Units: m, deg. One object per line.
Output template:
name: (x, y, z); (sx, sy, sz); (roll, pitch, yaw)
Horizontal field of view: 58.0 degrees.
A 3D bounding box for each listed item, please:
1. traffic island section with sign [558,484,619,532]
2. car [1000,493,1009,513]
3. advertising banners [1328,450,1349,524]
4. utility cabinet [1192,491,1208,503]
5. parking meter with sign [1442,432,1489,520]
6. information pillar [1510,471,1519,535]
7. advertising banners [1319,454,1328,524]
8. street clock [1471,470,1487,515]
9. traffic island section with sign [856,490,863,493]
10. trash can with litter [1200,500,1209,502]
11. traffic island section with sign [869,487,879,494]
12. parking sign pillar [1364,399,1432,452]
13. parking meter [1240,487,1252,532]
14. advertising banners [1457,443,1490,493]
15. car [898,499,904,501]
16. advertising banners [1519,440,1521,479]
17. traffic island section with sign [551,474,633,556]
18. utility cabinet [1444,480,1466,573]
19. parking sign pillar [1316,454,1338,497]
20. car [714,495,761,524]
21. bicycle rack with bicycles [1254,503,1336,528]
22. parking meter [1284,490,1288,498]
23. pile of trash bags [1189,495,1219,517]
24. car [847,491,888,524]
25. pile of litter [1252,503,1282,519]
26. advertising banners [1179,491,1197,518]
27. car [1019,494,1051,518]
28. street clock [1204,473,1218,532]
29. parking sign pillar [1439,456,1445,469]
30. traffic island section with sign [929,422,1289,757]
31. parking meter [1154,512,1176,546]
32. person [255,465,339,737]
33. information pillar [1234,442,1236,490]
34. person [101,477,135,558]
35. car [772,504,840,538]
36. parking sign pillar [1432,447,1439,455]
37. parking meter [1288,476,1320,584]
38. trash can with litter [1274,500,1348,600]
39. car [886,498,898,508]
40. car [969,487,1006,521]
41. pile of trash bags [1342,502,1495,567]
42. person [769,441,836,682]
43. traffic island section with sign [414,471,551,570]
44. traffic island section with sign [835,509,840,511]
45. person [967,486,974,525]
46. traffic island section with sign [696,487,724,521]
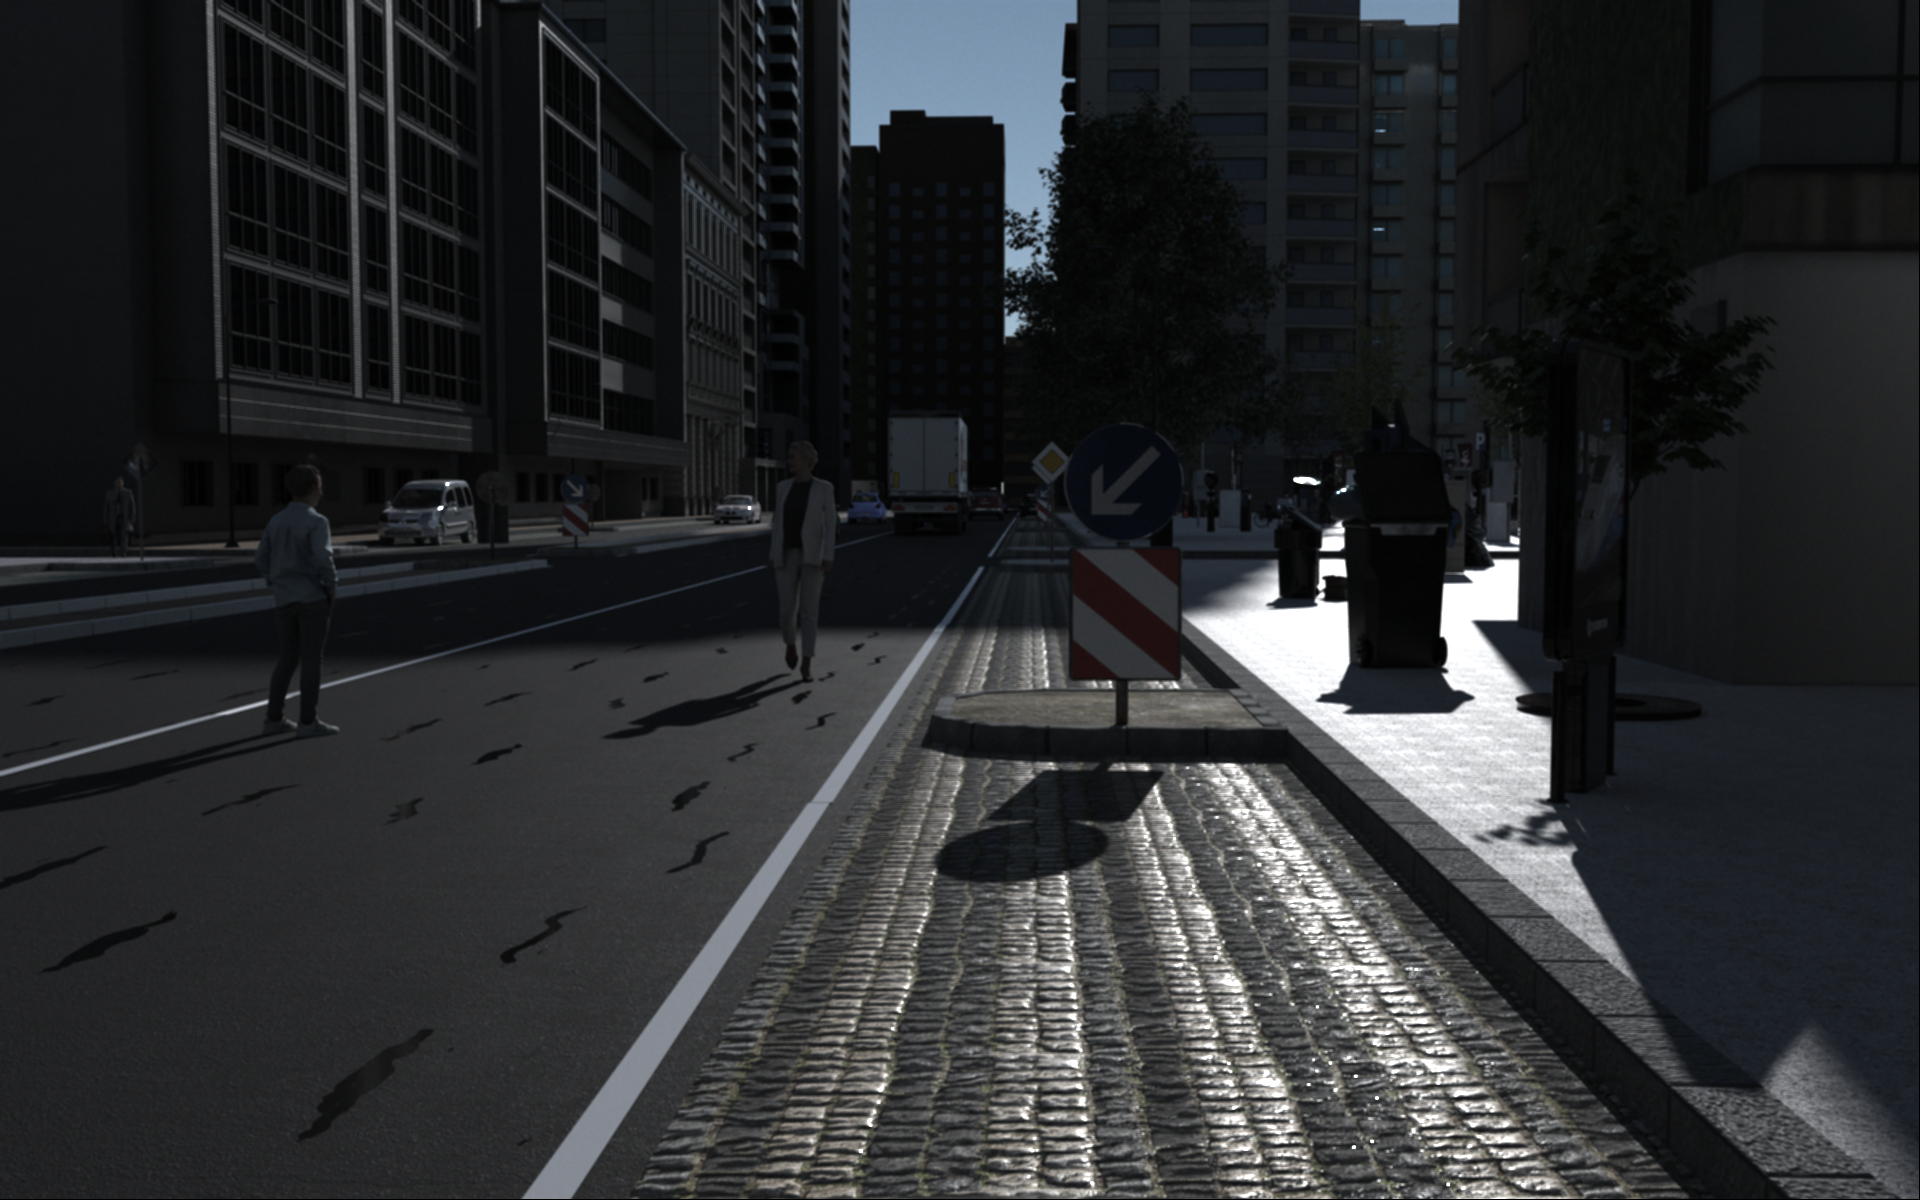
traffic island section with sign: (-14.132, -3.518, 66.150); (1.989, 1.847, 2.006); (0, 4, 2)
car: (2.801, -7.581, 133.535); (1.945, 1.707, 3.694); (0, 4, 4)
advertising banners: (15.909, -4.474, 69.332); (2.074, 3.025, 0.090); (1, 4, 17)
utility cabinet: (15.352, -6.241, 110.719); (1.173, 1.500, 0.318); (-3, 4, -38)
parking meter with sign: (13.798, -3.177, 48.206); (1.738, 3.016, 0.543); (-1, 4, -19)
information pillar: (17.384, -3.053, 54.412); (0.304, 2.012, 0.304); (1, 4, 9)
advertising banners: (15.670, -4.790, 74.501); (0.090, 3.025, 2.074); (0, 3, 0)
street clock: (15.326, -2.857, 51.276); (0.471, 2.002, 0.358); (1, 4, 15)
traffic island section with sign: (-9.828, -9.874, 170.064); (1.989, 1.847, 2.006); (0, 4, 2)
trash can with litter: (14.291, -5.557, 102.242); (0.624, 1.170, 1.055); (2, 4, 24)
traffic island section with sign: (-5.798, -6.590, 115.889); (2.006, 1.907, 1.989); (0, 4, 2)
parking sign pillar: (12.164, -3.658, 48.284); (1.447, 3.967, 1.447); (0, 4, 2)
parking meter: (9.810, -3.120, 59.422); (0.372, 1.533, 0.369); (0, 3, 0)
advertising banners: (17.945, -3.846, 59.071); (2.074, 3.025, 0.090); (3, 4, 38)
car: (-3.262, -6.755, 119.477); (2.155, 1.783, 4.494); (0, 4, 1)
advertising banners: (10.690, -2.139, 31.153); (2.074, 3.025, 0.090); (-2, 4, -30)
traffic island section with sign: (-8.898, -1.999, 40.814); (2.006, 1.907, 1.989); (0, 4, 2)
utility cabinet: (7.461, -1.158, 27.608); (1.173, 1.500, 0.318); (-1, 4, -19)
parking sign pillar: (22.949, -7.322, 108.192); (1.447, 3.967, 1.447); (2, 4, 34)
car: (-10.750, -4.376, 83.909); (2.083, 1.381, 4.827); (0, 4, 1)
bicycle rack with bicycles: (13.138, -3.256, 66.624); (2.925, 0.926, 2.852); (3, 4, 37)
parking meter: (20.399, -6.103, 108.202); (0.372, 1.533, 0.369); (0, 3, 0)
pile of trash bags: (13.609, -5.343, 97.103); (1.912, 1.369, 3.447); (-1, 4, -10)
car: (-4.475, -4.537, 83.779); (1.945, 1.707, 3.694); (0, 4, 1)
pile of litter: (16.156, -4.712, 91.007); (1.719, 0.858, 1.176); (1, 4, 19)
advertising banners: (12.169, -5.938, 93.271); (2.074, 3.025, 0.090); (-3, 5, -42)
car: (4.453, -5.687, 102.765); (2.009, 1.686, 4.222); (0, 4, 4)
street clock: (8.546, -3.325, 58.941); (0.358, 2.002, 0.471); (-2, 4, -35)
parking sign pillar: (26.942, -6.714, 98.244); (1.447, 3.967, 1.447); (-1, 4, -17)
traffic island section with sign: (0.832, -0.106, 10.354); (1.989, 1.847, 2.006); (0, 4, 2)
parking meter: (2.917, -1.171, 24.853); (0.255, 1.863, 0.399); (0, 4, 4)
person: (-3.888, 0.003, 10.259); (0.589, 1.601, 0.330); (2, 4, 33)
information pillar: (11.779, -5.072, 74.282); (0.183, 3.616, 0.504); (1, 4, 10)
person: (-18.610, -1.815, 38.275); (0.694, 1.812, 0.767); (-2, 4, -24)
car: (-4.869, -2.831, 55.075); (1.959, 1.807, 4.718); (0, 4, 2)
parking sign pillar: (19.507, -5.217, 73.774); (1.447, 3.967, 1.447); (1, 4, 14)
parking meter: (4.965, -1.003, 24.814); (0.372, 1.533, 0.369); (0, 3, 0)
trash can with litter: (4.411, -0.609, 21.338); (1.055, 1.170, 0.624); (2, 4, 29)
car: (-6.915, -10.772, 185.902); (2.009, 1.686, 4.222); (0, 4, 4)
car: (1.380, -5.287, 95.122); (2.281, 1.827, 5.304); (0, 4, 1)
pile of trash bags: (8.162, -1.340, 31.669); (1.912, 1.369, 3.447); (-1, 4, -21)
person: (-1.231, -0.314, 13.517); (0.514, 1.842, 0.818); (0, 4, -5)
traffic island section with sign: (-9.214, -1.546, 33.413); (2.006, 1.907, 1.989); (0, 4, 2)
traffic island section with sign: (-10.955, -8.227, 143.133); (1.989, 1.847, 2.006); (0, 4, 2)
person: (0.332, -4.330, 79.142); (0.661, 1.843, 0.795); (-1, 4, -17)
traffic island section with sign: (-13.014, -5.165, 93.082); (1.989, 1.847, 2.006); (0, 4, 2)
